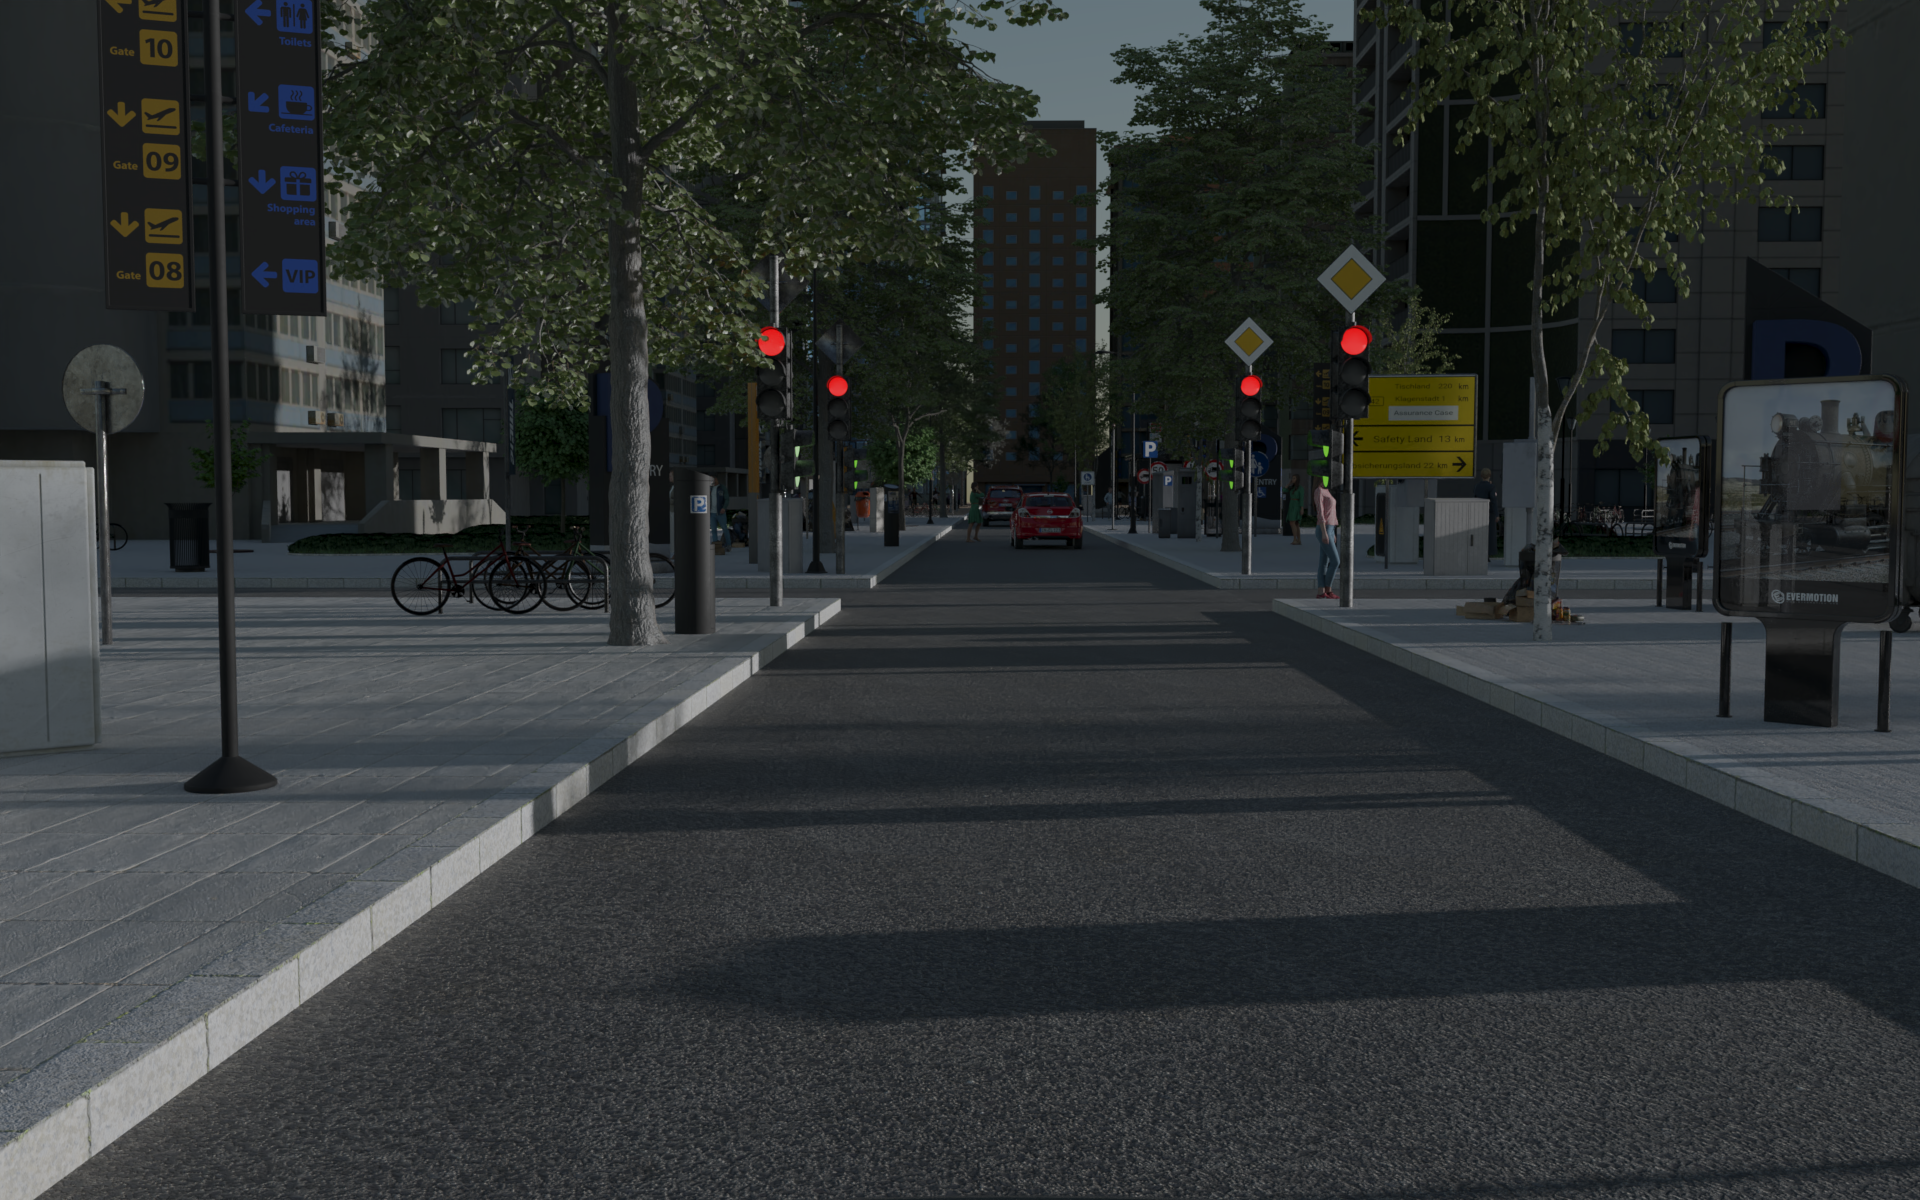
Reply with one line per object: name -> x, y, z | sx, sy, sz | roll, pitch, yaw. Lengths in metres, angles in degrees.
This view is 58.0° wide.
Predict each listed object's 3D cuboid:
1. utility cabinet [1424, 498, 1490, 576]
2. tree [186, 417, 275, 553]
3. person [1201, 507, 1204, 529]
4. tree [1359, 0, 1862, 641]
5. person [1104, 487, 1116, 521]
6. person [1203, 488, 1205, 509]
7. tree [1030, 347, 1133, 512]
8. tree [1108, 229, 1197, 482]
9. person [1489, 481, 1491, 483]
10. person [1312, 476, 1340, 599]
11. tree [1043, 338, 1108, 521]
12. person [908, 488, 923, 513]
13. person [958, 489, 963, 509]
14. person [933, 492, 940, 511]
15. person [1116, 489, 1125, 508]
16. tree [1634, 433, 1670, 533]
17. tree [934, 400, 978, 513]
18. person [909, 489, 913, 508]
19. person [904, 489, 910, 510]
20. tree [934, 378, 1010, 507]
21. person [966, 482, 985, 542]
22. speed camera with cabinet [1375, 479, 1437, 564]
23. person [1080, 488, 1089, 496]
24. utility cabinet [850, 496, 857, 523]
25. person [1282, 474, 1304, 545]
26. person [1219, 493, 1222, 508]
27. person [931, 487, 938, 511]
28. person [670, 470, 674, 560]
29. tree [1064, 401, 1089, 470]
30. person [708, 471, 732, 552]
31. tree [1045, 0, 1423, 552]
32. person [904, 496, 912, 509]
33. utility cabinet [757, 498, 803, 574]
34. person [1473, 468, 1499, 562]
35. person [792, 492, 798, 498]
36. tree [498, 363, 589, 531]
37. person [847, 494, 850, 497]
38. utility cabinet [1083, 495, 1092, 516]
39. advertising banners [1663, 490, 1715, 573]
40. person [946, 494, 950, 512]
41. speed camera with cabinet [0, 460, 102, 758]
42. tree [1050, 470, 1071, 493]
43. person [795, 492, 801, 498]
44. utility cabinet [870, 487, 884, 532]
utility cabinet -> 7.839, -0.989, 27.338 | 1.020, 1.237, 0.306 | -1, 4, -20
tree -> -16.187, -2.659, 38.069 | 1.663, 3.219, 1.824 | 0, 3, 0
person -> 8.300, -3.360, 60.970 | 0.713, 1.824, 0.794 | 1, 4, 20
tree -> 5.300, -3.940, 14.778 | 4.737, 8.622, 4.395 | 0, 3, 0
person -> 7.193, -4.593, 82.945 | 0.589, 1.601, 0.330 | -1, 4, -16
person -> 17.403, -7.229, 124.961 | 0.721, 1.735, 1.217 | 1, 4, 18
tree -> 8.420, -12.041, 122.624 | 9.928, 11.665, 9.643 | 0, 3, 0
tree -> 6.665, -5.879, 46.477 | 4.737, 8.622, 4.395 | 0, 3, 0
person -> 18.543, -3.332, 61.114 | 0.593, 1.750, 0.643 | -3, 4, -37
person -> 4.858, -0.885, 22.976 | 0.388, 1.821, 0.555 | 1, 4, 11
tree -> 6.055, -8.012, 81.366 | 4.737, 8.622, 4.395 | 0, 3, 0
person -> -3.018, -6.713, 116.317 | 1.217, 1.766, 0.721 | -2, 4, -29
person -> -0.059, -8.914, 152.473 | 0.721, 1.739, 1.217 | 2, 4, 24
person -> -1.689, -6.815, 120.653 | 0.799, 1.438, 0.628 | -1, 4, -18
person -> 14.994, -9.536, 162.748 | 1.217, 1.735, 0.721 | 0, 4, -6
tree -> 22.540, -3.709, 55.247 | 1.663, 3.219, 1.824 | 0, 3, 0
tree -> -0.316, -10.847, 127.707 | 4.737, 8.622, 4.395 | 0, 3, 0
person -> -4.509, -9.310, 158.707 | 0.568, 1.767, 0.683 | 3, 5, 42
person -> -4.264, -8.151, 139.973 | 0.551, 1.740, 0.621 | 2, 4, 33
tree -> 0.283, -16.156, 174.526 | 12.009, 13.543, 11.850 | 0, 3, 0
person -> 0.414, -2.619, 51.570 | 0.529, 1.795, 0.600 | -1, 4, -19
speed camera with cabinet -> 8.095, -2.272, 31.476 | 0.660, 3.252, 2.038 | 0, 4, -2
person -> 11.533, -9.418, 160.009 | 1.348, 1.826, 0.705 | -2, 4, -28
utility cabinet -> -4.645, -3.983, 76.291 | 0.306, 1.237, 1.020 | 0, 4, 2
person -> 8.470, -2.283, 43.624 | 0.529, 1.795, 0.600 | -3, 5, -40
person -> 17.237, -6.404, 113.967 | 0.991, 1.433, 0.599 | -1, 4, -19
person -> -1.894, -7.872, 134.894 | 1.348, 1.807, 0.705 | -3, 5, -40
person -> -5.599, -1.669, 33.880 | 0.362, 1.759, 0.519 | -2, 4, -30
tree -> 7.722, -13.250, 151.047 | 7.601, 10.594, 8.767 | -2, 4, -28
person -> -5.354, -1.947, 38.217 | 0.623, 1.781, 0.721 | 1, 4, 12
tree -> 6.180, -7.332, 38.005 | 7.486, 12.596, 7.792 | 0, 3, 0
person -> -4.691, -8.458, 144.291 | 1.348, 1.831, 0.705 | 0, 4, 5
utility cabinet -> -2.959, -1.054, 28.395 | 0.306, 1.237, 1.020 | -3, 4, -36
person -> 9.848, -1.591, 32.473 | 0.576, 1.772, 0.534 | 2, 4, 30
person -> -12.892, -7.782, 136.460 | 0.628, 1.438, 0.799 | 0, 4, -5
tree -> -10.016, -3.663, 43.603 | 4.285, 4.588, 4.351 | 0, 3, 0
person -> -9.991, -8.783, 150.439 | 1.217, 1.735, 0.721 | -3, 4, -38
utility cabinet -> 7.802, -5.575, 102.313 | 1.020, 1.237, 0.306 | 1, 4, 16
advertising banners -> 12.469, -1.937, 27.857 | 2.074, 3.025, 0.090 | 2, 4, 27
person -> -0.701, -6.922, 122.444 | 0.421, 1.427, 0.697 | -2, 4, -30
speed camera with cabinet -> -5.254, -0.844, 8.143 | 2.038, 3.252, 0.660 | -3, 5, -40
tree -> 8.090, -8.920, 140.449 | 1.663, 3.219, 1.824 | 0, 3, 0
person -> -12.248, -7.408, 130.401 | 0.697, 1.427, 0.421 | 3, 4, 36
utility cabinet -> -2.571, -3.034, 58.285 | 0.318, 1.500, 1.173 | 2, 4, 35
